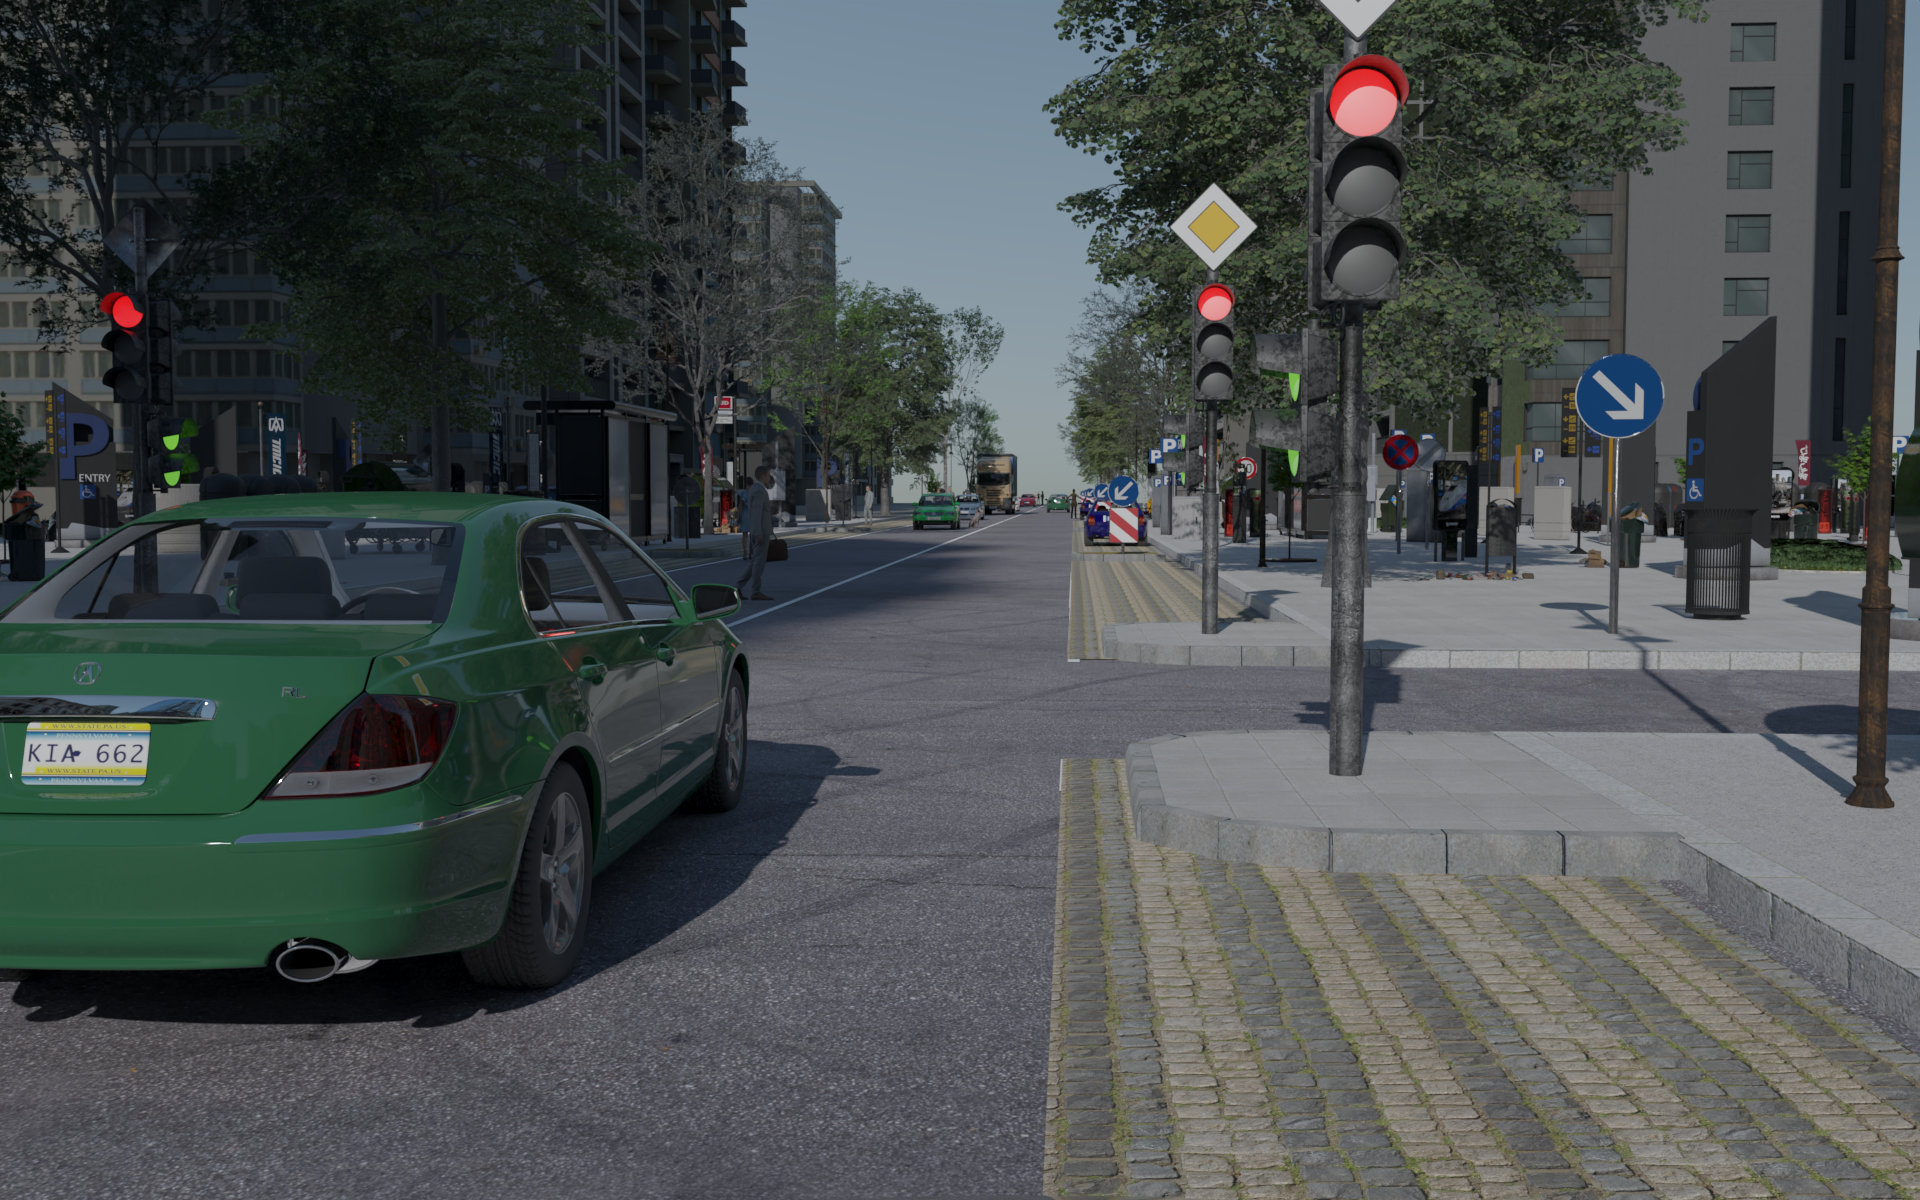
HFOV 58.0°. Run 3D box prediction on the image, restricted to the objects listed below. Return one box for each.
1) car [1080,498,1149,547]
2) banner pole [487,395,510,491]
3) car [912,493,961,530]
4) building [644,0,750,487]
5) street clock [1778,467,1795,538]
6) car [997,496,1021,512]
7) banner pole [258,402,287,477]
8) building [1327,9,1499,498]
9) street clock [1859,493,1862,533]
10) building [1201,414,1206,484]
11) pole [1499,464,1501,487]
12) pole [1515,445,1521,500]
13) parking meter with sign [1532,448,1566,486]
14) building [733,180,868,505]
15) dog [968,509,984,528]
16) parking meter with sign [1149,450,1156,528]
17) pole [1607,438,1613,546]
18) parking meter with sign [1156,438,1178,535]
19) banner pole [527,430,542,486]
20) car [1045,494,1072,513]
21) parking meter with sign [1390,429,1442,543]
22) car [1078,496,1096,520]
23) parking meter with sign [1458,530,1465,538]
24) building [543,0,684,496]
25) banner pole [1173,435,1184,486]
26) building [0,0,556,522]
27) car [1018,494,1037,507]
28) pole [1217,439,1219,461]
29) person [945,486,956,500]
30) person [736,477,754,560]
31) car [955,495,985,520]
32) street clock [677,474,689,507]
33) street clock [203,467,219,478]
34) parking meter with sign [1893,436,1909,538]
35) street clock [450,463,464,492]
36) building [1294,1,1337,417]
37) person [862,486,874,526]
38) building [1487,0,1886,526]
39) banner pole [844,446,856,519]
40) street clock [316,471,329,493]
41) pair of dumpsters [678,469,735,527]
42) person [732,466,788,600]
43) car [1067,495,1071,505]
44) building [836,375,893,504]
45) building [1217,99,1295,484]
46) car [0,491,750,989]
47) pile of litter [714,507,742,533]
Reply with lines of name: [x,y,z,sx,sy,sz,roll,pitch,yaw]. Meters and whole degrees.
car: [4.316,-2.184,48.293,1.945,1.354,3.894,0,4,4]
banner pole: [-11.613,-3.294,43.872,0.401,3.779,0.863,2,4,34]
car: [-0.934,-3.762,70.297,1.959,1.807,4.718,0,4,3]
building: [-27.909,-28.948,127.917,22.147,44.769,28.867,0,4,4]
street clock: [21.987,-2.549,46.244,0.471,2.002,0.358,1,4,12]
car: [4.010,-7.985,142.919,2.083,1.381,4.827,0,4,2]
banner pole: [-18.754,-3.495,47.155,0.863,3.779,0.401,-2,4,-28]
building: [35.178,-41.098,110.196,20.563,71.187,20.611,0,4,4]
street clock: [29.689,-3.228,57.342,0.358,2.002,0.471,-2,4,-24]
building: [44.220,-35.368,232.888,22.147,44.769,28.867,0,4,4]
pole: [27.978,-5.858,89.627,0.158,3.312,0.155,0,3,0]
pole: [23.125,-4.770,71.839,0.158,3.312,0.155,0,3,0]
parking meter with sign: [22.293,-4.202,64.964,0.543,3.016,1.738,-2,4,-28]
building: [-27.537,-31.265,203.068,32.217,40.220,23.993,0,4,4]
dog: [0.579,-3.477,73.679,0.513,0.831,0.800,-3,4,-38]
parking meter with sign: [7.621,-4.325,66.971,0.543,3.016,1.738,0,4,4]
pole: [16.037,-2.983,42.613,0.158,3.312,0.155,0,3,0]
parking meter with sign: [6.566,-3.572,54.656,0.543,3.016,1.738,0,4,5]
banner pole: [-16.597,-4.749,67.670,0.863,3.779,0.401,-1,4,-22]
car: [7.639,-7.501,134.446,2.131,1.459,4.920,0,4,3]
parking meter with sign: [12.304,-3.055,46.211,0.543,3.016,1.738,-2,4,-34]
car: [7.553,-5.156,96.882,1.945,1.354,3.894,0,4,4]
parking meter with sign: [14.207,-3.320,50.543,1.738,3.016,0.543,-2,4,-34]
building: [-27.684,-40.599,102.038,20.563,71.187,20.611,0,4,4]
banner pole: [8.286,-4.633,65.770,0.401,3.779,0.863,-2,4,-35]
building: [-32.961,-23.733,79.919,32.217,40.220,23.993,0,4,4]
car: [7.610,-11.322,194.158,2.155,1.783,4.494,0,4,5]
pole: [9.550,-4.336,64.742,0.158,3.312,0.155,0,3,0]
person: [-0.509,-4.614,84.038,0.694,1.812,0.767,-1,4,-20]
person: [-4.535,-1.770,37.530,0.616,1.811,0.778,0,4,-2]
car: [0.395,-5.142,96.075,2.014,1.417,4.499,0,4,5]
street clock: [-9.923,-3.527,62.233,0.471,2.002,0.358,-1,4,-10]
street clock: [-20.135,-2.573,46.642,0.358,2.002,0.471,0,4,2]
parking meter with sign: [27.834,-3.345,50.954,0.543,3.016,1.738,1,4,12]
street clock: [-11.664,-2.163,39.930,0.471,2.002,0.358,2,4,34]
building: [36.975,-36.298,135.479,21.231,58.520,28.212,0,4,4]
person: [-4.123,-4.256,78.187,0.391,1.810,0.635,-3,5,-41]
building: [30.714,-18.632,76.334,14.160,30.474,14.107,0,4,4]
banner pole: [-5.718,-6.065,89.181,0.401,3.779,0.863,3,4,37]
street clock: [-19.953,-3.039,54.265,0.358,2.002,0.471,-3,5,-40]
pair of dumpsters: [-9.838,-3.933,66.803,1.574,2.255,4.437,0,4,4]
person: [-2.694,-0.903,23.385,0.853,1.813,0.709,-1,4,-18]
car: [13.108,-12.690,219.845,2.083,1.381,4.827,0,4,5]
building: [-24.149,-23.567,230.362,27.650,21.520,28.899,0,4,4]
building: [41.557,-35.656,206.669,21.300,48.544,21.600,0,4,4]
car: [-1.985,0.325,6.483,2.131,1.459,4.920,0,4,3]
pile of litter: [-7.751,-2.659,57.440,1.176,0.858,1.719,0,4,-8]
